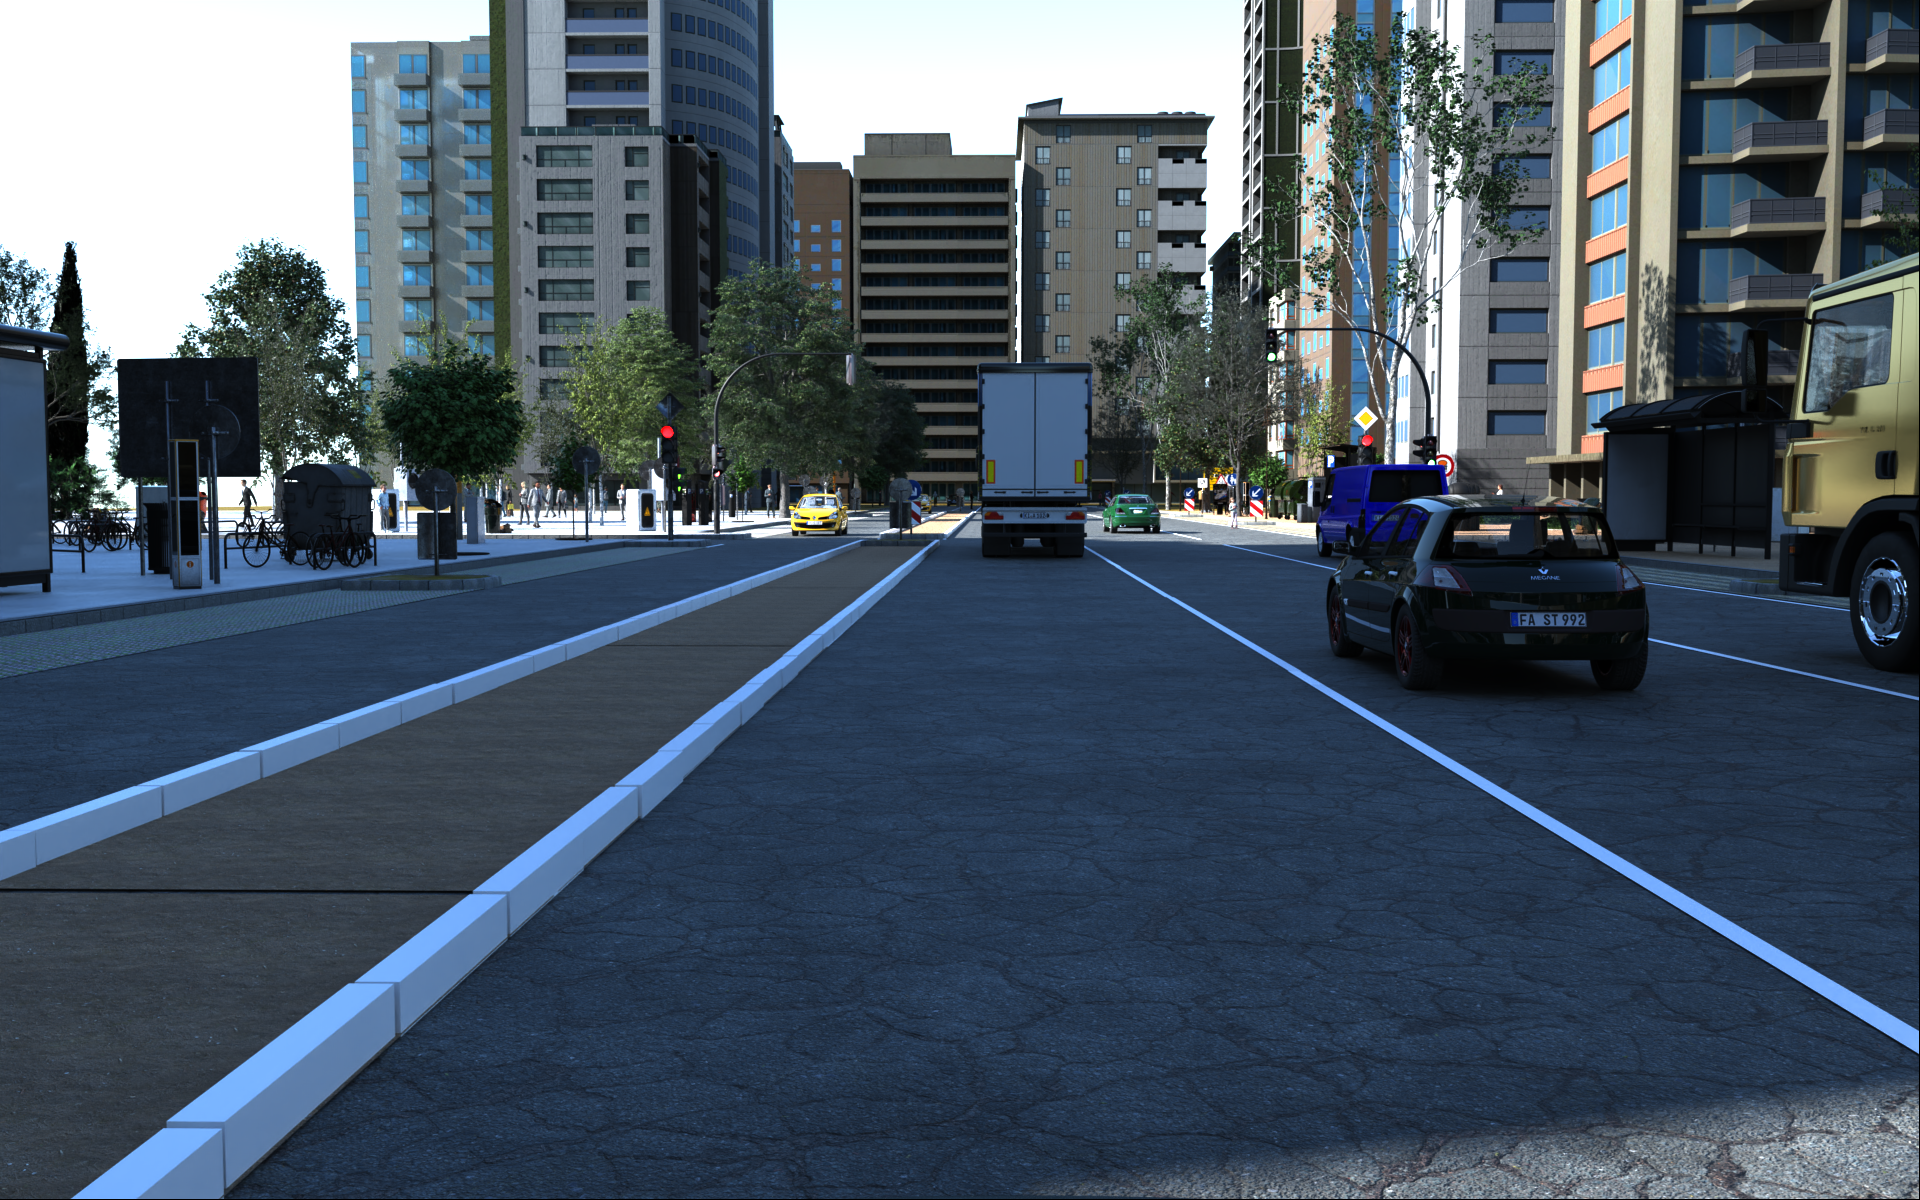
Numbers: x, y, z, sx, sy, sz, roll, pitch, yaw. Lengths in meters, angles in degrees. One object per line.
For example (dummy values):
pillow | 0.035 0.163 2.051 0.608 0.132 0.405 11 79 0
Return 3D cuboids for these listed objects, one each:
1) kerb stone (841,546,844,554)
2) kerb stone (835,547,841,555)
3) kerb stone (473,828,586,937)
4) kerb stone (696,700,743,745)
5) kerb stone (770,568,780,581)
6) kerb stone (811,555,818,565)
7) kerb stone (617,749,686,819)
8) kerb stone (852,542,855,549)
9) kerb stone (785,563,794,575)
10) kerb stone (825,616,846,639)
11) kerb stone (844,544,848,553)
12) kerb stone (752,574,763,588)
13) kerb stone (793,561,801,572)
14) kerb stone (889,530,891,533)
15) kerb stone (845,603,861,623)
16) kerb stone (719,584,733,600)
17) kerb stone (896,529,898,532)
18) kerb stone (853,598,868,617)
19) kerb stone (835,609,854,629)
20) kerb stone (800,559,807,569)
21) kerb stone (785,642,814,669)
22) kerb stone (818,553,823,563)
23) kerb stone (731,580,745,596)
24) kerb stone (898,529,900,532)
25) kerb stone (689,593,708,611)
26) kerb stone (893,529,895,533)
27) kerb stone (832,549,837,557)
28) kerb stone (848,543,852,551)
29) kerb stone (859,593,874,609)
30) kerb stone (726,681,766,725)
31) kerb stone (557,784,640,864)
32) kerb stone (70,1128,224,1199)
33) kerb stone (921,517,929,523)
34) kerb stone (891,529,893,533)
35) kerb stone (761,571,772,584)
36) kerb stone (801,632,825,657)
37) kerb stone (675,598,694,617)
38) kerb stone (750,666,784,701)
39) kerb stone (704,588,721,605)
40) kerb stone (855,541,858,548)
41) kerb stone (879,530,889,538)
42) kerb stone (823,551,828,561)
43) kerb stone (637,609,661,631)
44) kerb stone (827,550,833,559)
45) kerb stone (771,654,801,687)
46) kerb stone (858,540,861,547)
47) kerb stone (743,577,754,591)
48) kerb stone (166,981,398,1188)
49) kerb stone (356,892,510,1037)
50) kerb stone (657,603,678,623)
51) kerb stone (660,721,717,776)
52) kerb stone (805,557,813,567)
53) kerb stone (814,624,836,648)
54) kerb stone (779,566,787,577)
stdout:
kerb stone | -2.896 -1.138 40.912 0.120 0.150 1.000 0 4 1
kerb stone | -2.913 -1.082 39.890 0.120 0.150 1.000 0 4 1
kerb stone | -1.504 0.985 6.097 0.120 0.150 1.000 0 4 1
kerb stone | -1.425 0.735 10.186 0.120 0.150 1.000 0 4 1
kerb stone | -3.142 -0.393 28.629 0.120 0.150 1.000 0 4 1
kerb stone | -3.019 -0.769 34.764 0.120 0.150 1.000 0 4 1
kerb stone | -1.452 0.860 8.142 0.120 0.150 1.000 0 4 1
kerb stone | -2.829 -1.331 43.997 0.120 0.150 1.000 0 4 1
kerb stone | -3.103 -0.513 30.675 0.120 0.150 1.000 0 4 1
kerb stone | -1.274 0.296 17.360 0.120 0.150 1.000 0 4 1
kerb stone | -2.867 -1.207 41.942 0.120 0.150 1.000 0 4 1
kerb stone | -3.184 -0.268 26.577 0.120 0.150 1.000 0 4 1
kerb stone | -3.081 -0.575 31.697 0.120 0.150 1.000 0 4 1
kerb stone | -2.516 -2.248 58.949 0.120 0.150 1.000 0 4 1
kerb stone | -1.233 0.172 19.407 0.120 0.150 1.000 0 4 1
kerb stone | -3.251 -0.080 23.503 0.120 0.150 1.000 0 4 1
kerb stone | -2.438 -2.499 63.047 0.120 0.150 1.000 0 4 1
kerb stone | -1.208 0.110 20.429 0.120 0.150 1.000 0 4 1
kerb stone | -1.256 0.233 18.384 0.120 0.150 1.000 0 4 1
kerb stone | -3.059 -0.641 32.719 0.120 0.150 1.000 0 4 1
kerb stone | -1.341 0.486 14.278 0.120 0.150 1.000 0 4 1
kerb stone | -2.995 -0.831 35.786 0.120 0.150 1.000 0 4 1
kerb stone | -3.218 -0.142 24.524 0.120 0.150 1.000 0 4 1
kerb stone | -2.416 -2.561 64.069 0.120 0.150 1.000 0 4 1
kerb stone | -3.295 0.045 21.459 0.120 0.150 1.000 0 4 1
kerb stone | -2.483 -2.373 60.997 0.120 0.150 1.000 0 4 1
kerb stone | -2.931 -1.018 38.868 0.120 0.150 1.000 0 4 1
kerb stone | -2.848 -1.271 42.975 0.120 0.150 1.000 0 4 1
kerb stone | -1.193 0.046 21.451 0.120 0.150 1.000 0 4 1
kerb stone | -1.397 0.673 11.207 0.120 0.150 1.000 0 4 1
kerb stone | -1.488 0.927 7.119 0.120 0.150 1.000 0 4 1
kerb stone | -1.566 1.177 3.017 0.120 0.150 1.000 0 4 1
kerb stone | -1.859 -4.192 90.727 0.120 0.150 1.000 0 4 1
kerb stone | -2.498 -2.310 59.975 0.120 0.150 1.000 0 4 1
kerb stone | -3.162 -0.330 27.598 0.120 0.150 1.000 0 4 1
kerb stone | -1.324 0.424 15.311 0.120 0.150 1.000 0 4 1
kerb stone | -3.314 0.110 20.438 0.120 0.150 1.000 0 4 1
kerb stone | -1.381 0.610 12.229 0.120 0.150 1.000 0 4 1
kerb stone | -3.273 -0.017 22.481 0.120 0.150 1.000 0 4 1
kerb stone | -2.804 -1.396 45.018 0.120 0.150 1.000 0 4 1
kerb stone | -2.541 -2.185 57.917 0.120 0.150 1.000 0 4 1
kerb stone | -2.963 -0.894 36.807 0.120 0.150 1.000 0 4 1
kerb stone | -3.356 0.234 18.388 0.120 0.150 1.000 0 4 1
kerb stone | -2.947 -0.956 37.833 0.120 0.150 1.000 0 4 1
kerb stone | -1.356 0.552 13.251 0.120 0.150 1.000 0 4 1
kerb stone | -2.790 -1.457 46.040 0.120 0.150 1.000 0 4 1
kerb stone | -3.207 -0.205 25.546 0.120 0.150 1.000 0 4 1
kerb stone | -1.552 1.110 4.043 0.120 0.150 1.000 0 4 1
kerb stone | -1.525 1.050 5.066 0.120 0.150 1.000 0 4 1
kerb stone | -3.337 0.170 19.416 0.120 0.150 1.000 0 4 1
kerb stone | -1.441 0.797 9.164 0.120 0.150 1.000 0 4 1
kerb stone | -3.032 -0.706 33.740 0.120 0.150 1.000 0 4 1
kerb stone | -1.298 0.359 16.332 0.120 0.150 1.000 0 4 1
kerb stone | -3.122 -0.451 29.654 0.120 0.150 1.000 0 4 1
